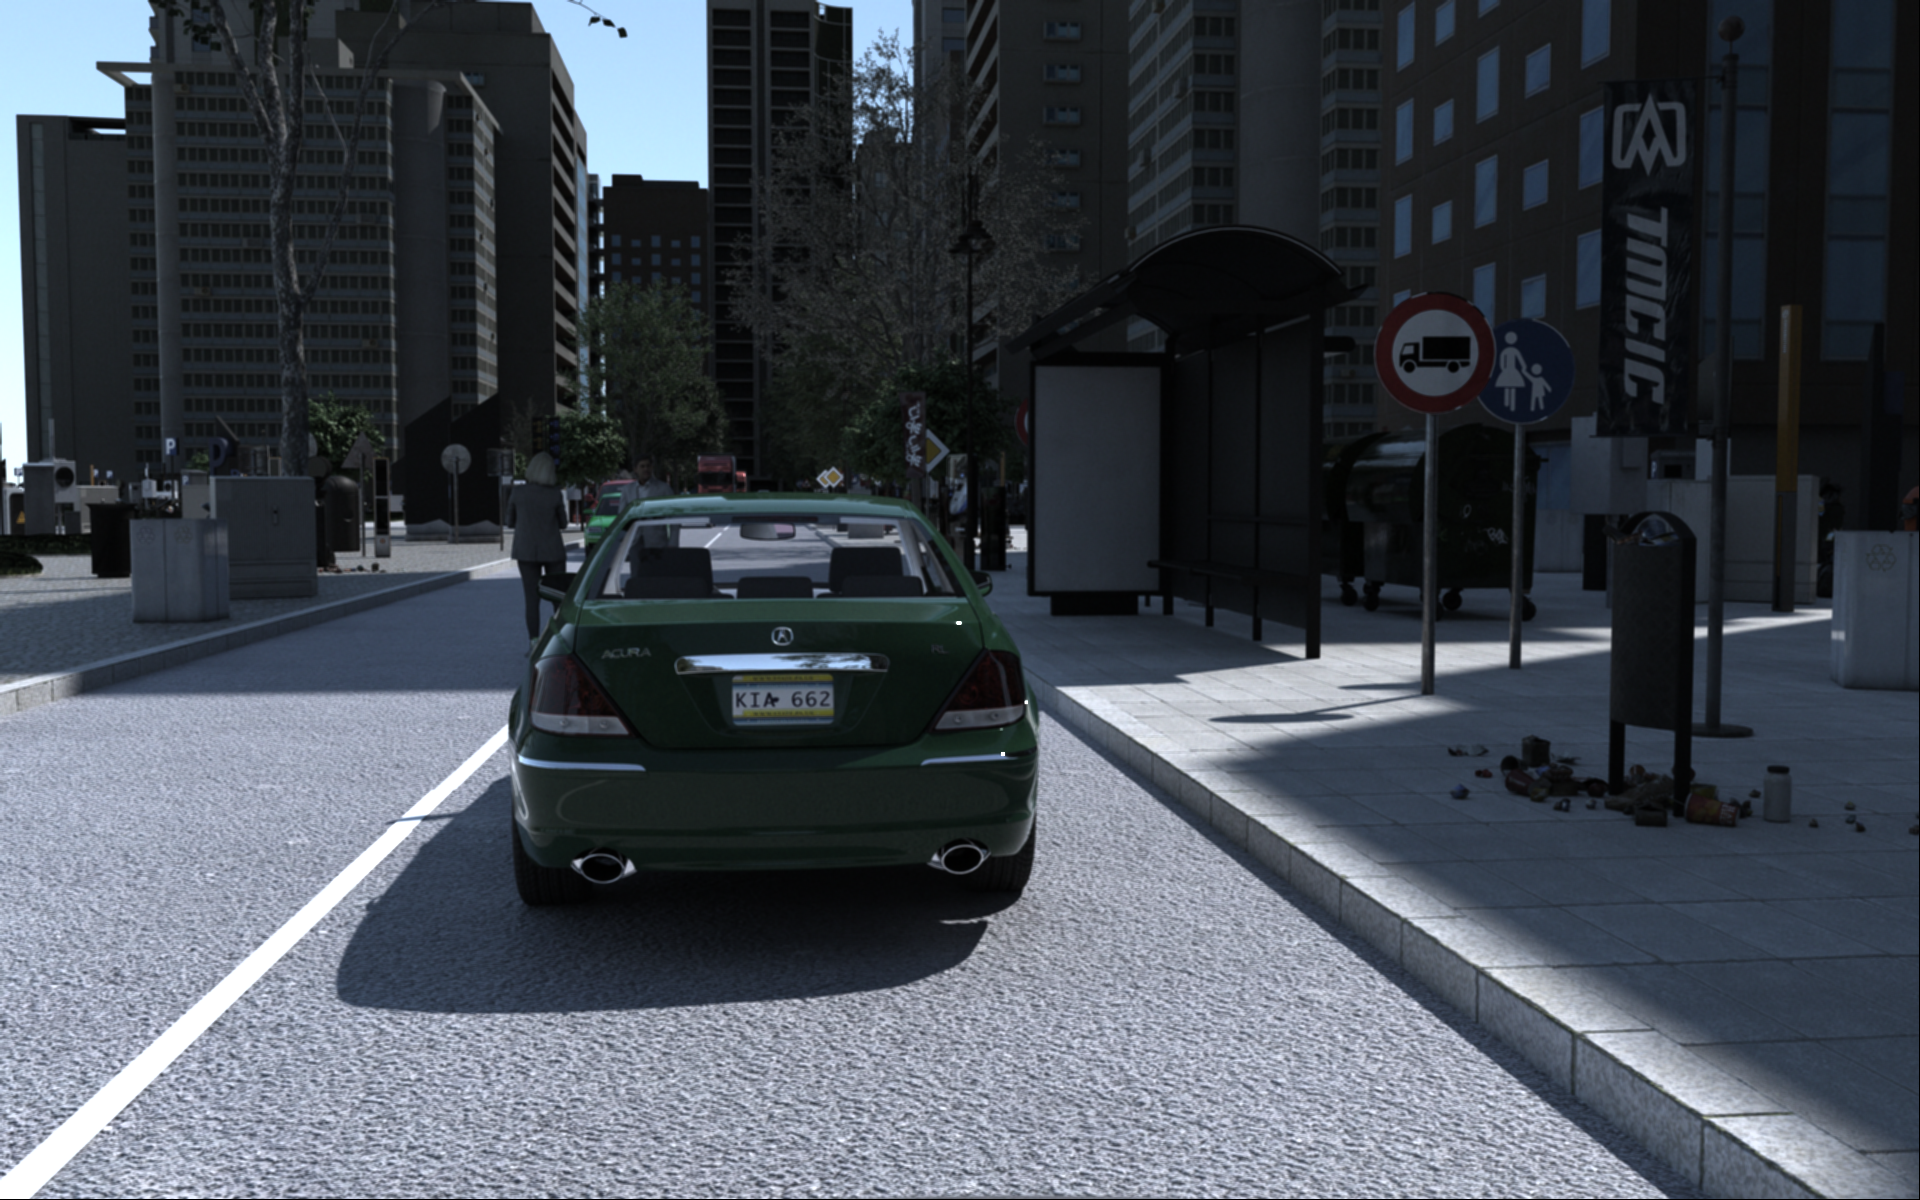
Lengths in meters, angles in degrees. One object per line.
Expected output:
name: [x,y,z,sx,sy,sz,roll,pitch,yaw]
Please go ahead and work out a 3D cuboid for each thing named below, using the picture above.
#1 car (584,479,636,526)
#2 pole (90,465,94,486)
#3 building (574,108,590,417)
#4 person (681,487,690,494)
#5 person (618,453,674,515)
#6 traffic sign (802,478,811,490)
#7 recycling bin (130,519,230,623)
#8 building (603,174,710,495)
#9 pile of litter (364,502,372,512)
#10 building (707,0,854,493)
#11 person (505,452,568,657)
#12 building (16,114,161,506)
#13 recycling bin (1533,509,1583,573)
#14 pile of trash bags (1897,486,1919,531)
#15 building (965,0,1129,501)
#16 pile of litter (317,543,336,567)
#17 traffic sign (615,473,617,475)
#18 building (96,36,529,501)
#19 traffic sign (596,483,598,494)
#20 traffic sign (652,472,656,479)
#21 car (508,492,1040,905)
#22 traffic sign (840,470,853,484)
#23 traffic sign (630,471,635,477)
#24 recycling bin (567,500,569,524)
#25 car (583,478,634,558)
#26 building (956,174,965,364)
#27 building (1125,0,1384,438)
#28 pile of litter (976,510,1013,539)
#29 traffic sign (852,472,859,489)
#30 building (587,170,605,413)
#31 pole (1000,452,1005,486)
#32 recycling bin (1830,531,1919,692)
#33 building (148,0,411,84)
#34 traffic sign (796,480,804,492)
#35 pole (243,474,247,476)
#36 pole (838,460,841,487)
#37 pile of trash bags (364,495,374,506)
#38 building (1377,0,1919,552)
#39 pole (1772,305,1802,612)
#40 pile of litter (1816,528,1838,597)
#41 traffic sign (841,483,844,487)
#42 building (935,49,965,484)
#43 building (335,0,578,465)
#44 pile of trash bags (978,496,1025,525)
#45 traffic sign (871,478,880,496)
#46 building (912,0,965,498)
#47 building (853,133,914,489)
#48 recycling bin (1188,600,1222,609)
car: [-8.461,-2.201,44.654,2.281,1.827,5.304,0,4,-7]
pole: [-60.355,-7.747,120.511,0.158,3.312,0.155,0,3,0]
building: [-49.814,-33.363,195.603,14.200,45.320,14.600,0,4,-6]
person: [-14.905,-5.237,94.136,0.660,1.820,0.620,-2,4,-24]
person: [-3.139,-0.562,17.536,0.661,1.843,0.795,1,4,8]
traffic sign: [-12.272,-8.487,138.758,0.884,2.594,0.081,0,4,2]
recycling bin: [-7.919,-0.309,17.602,0.722,1.027,0.722,0,4,-2]
building: [-42.592,-36.431,245.761,14.200,45.320,14.600,0,4,-6]
pile of litter: [-33.083,-5.072,96.894,1.176,0.858,1.719,-3,5,-44]
building: [-25.759,-49.709,250.989,20.611,71.187,20.563,0,4,-6]
person: [-3.732,-0.406,15.321,0.537,1.800,0.526,0,4,-3]
building: [-92.973,-30.998,190.415,14.086,41.232,14.154,0,4,-6]
recycling bin: [9.796,-0.979,28.563,0.722,1.027,0.722,0,4,-1]
pile of trash bags: [10.416,-0.388,16.097,1.912,1.369,3.447,-2,4,-30]
building: [12.194,-31.346,136.216,21.300,48.544,21.600,0,4,-6]
pile of litter: [-11.636,-0.990,30.155,1.176,0.858,1.719,3,5,44]
traffic sign: [-20.467,-6.304,103.079,0.884,2.594,0.081,0,4,3]
building: [-54.171,-28.133,151.857,32.217,40.220,23.993,0,4,-6]
traffic sign: [-15.633,-4.562,74.698,0.768,2.556,0.104,0,4,-4]
traffic sign: [-16.247,-5.565,90.991,0.884,2.594,0.081,0,4,-5]
car: [-0.827,0.259,7.557,2.131,1.459,4.920,0,4,-7]
traffic sign: [-6.046,-5.608,91.802,0.768,2.556,0.104,0,4,-4]
traffic sign: [-17.852,-5.813,95.147,0.768,2.556,0.104,0,4,-3]
recycling bin: [-17.010,-3.706,73.154,0.722,1.027,0.722,2,4,24]
car: [-7.408,-1.842,38.916,1.959,1.807,4.718,0,4,-7]
building: [6.415,-23.714,159.426,14.160,30.474,14.107,0,4,-6]
building: [23.287,-25.049,101.438,23.993,40.220,32.217,0,4,-6]
pile of litter: [0.993,-2.207,50.046,1.176,0.858,1.719,1,4,10]
traffic sign: [-6.090,-6.008,98.338,0.768,2.556,0.104,0,4,-3]
building: [-65.650,-38.498,249.047,30.456,49.044,23.786,0,4,-6]
pole: [2.054,-5.479,83.429,0.158,3.312,0.155,0,3,0]
recycling bin: [6.275,0.060,11.575,0.722,1.027,0.722,1,4,19]
building: [-71.285,-39.557,188.762,28.212,58.520,21.231,0,4,-6]
traffic sign: [-13.121,-8.722,142.705,0.768,2.556,0.104,0,4,-3]
pole: [-36.499,-5.785,88.435,0.158,3.312,0.155,0,3,0]
pole: [-6.998,-6.538,100.744,0.158,3.312,0.155,0,3,0]
pile of trash bags: [-45.072,-7.515,132.616,1.912,1.369,3.447,1,4,20]
building: [19.368,-23.917,41.150,14.600,45.320,14.200,0,4,-6]
pole: [8.981,-1.527,18.802,0.158,3.312,0.155,0,3,0]
pile of litter: [11.277,-0.470,21.654,1.719,0.858,1.176,-3,5,-43]
traffic sign: [-6.755,-6.142,101.611,0.795,2.450,0.064,0,4,1]
building: [5.106,-31.984,173.042,14.600,45.320,14.200,0,4,-6]
building: [-50.706,-33.721,175.040,21.300,48.544,21.600,0,4,-6]
pile of trash bags: [2.646,-3.822,72.243,3.447,1.369,1.912,-1,4,-16]
traffic sign: [-3.404,-4.272,71.038,0.795,2.450,0.064,0,4,3]
building: [5.279,-39.902,194.390,21.231,58.520,28.212,0,4,-6]
building: [-2.031,-40.873,257.512,27.495,52.752,28.713,0,4,-6]
recycling bin: [3.084,-0.440,19.754,0.722,1.027,0.722,-2,4,-27]
